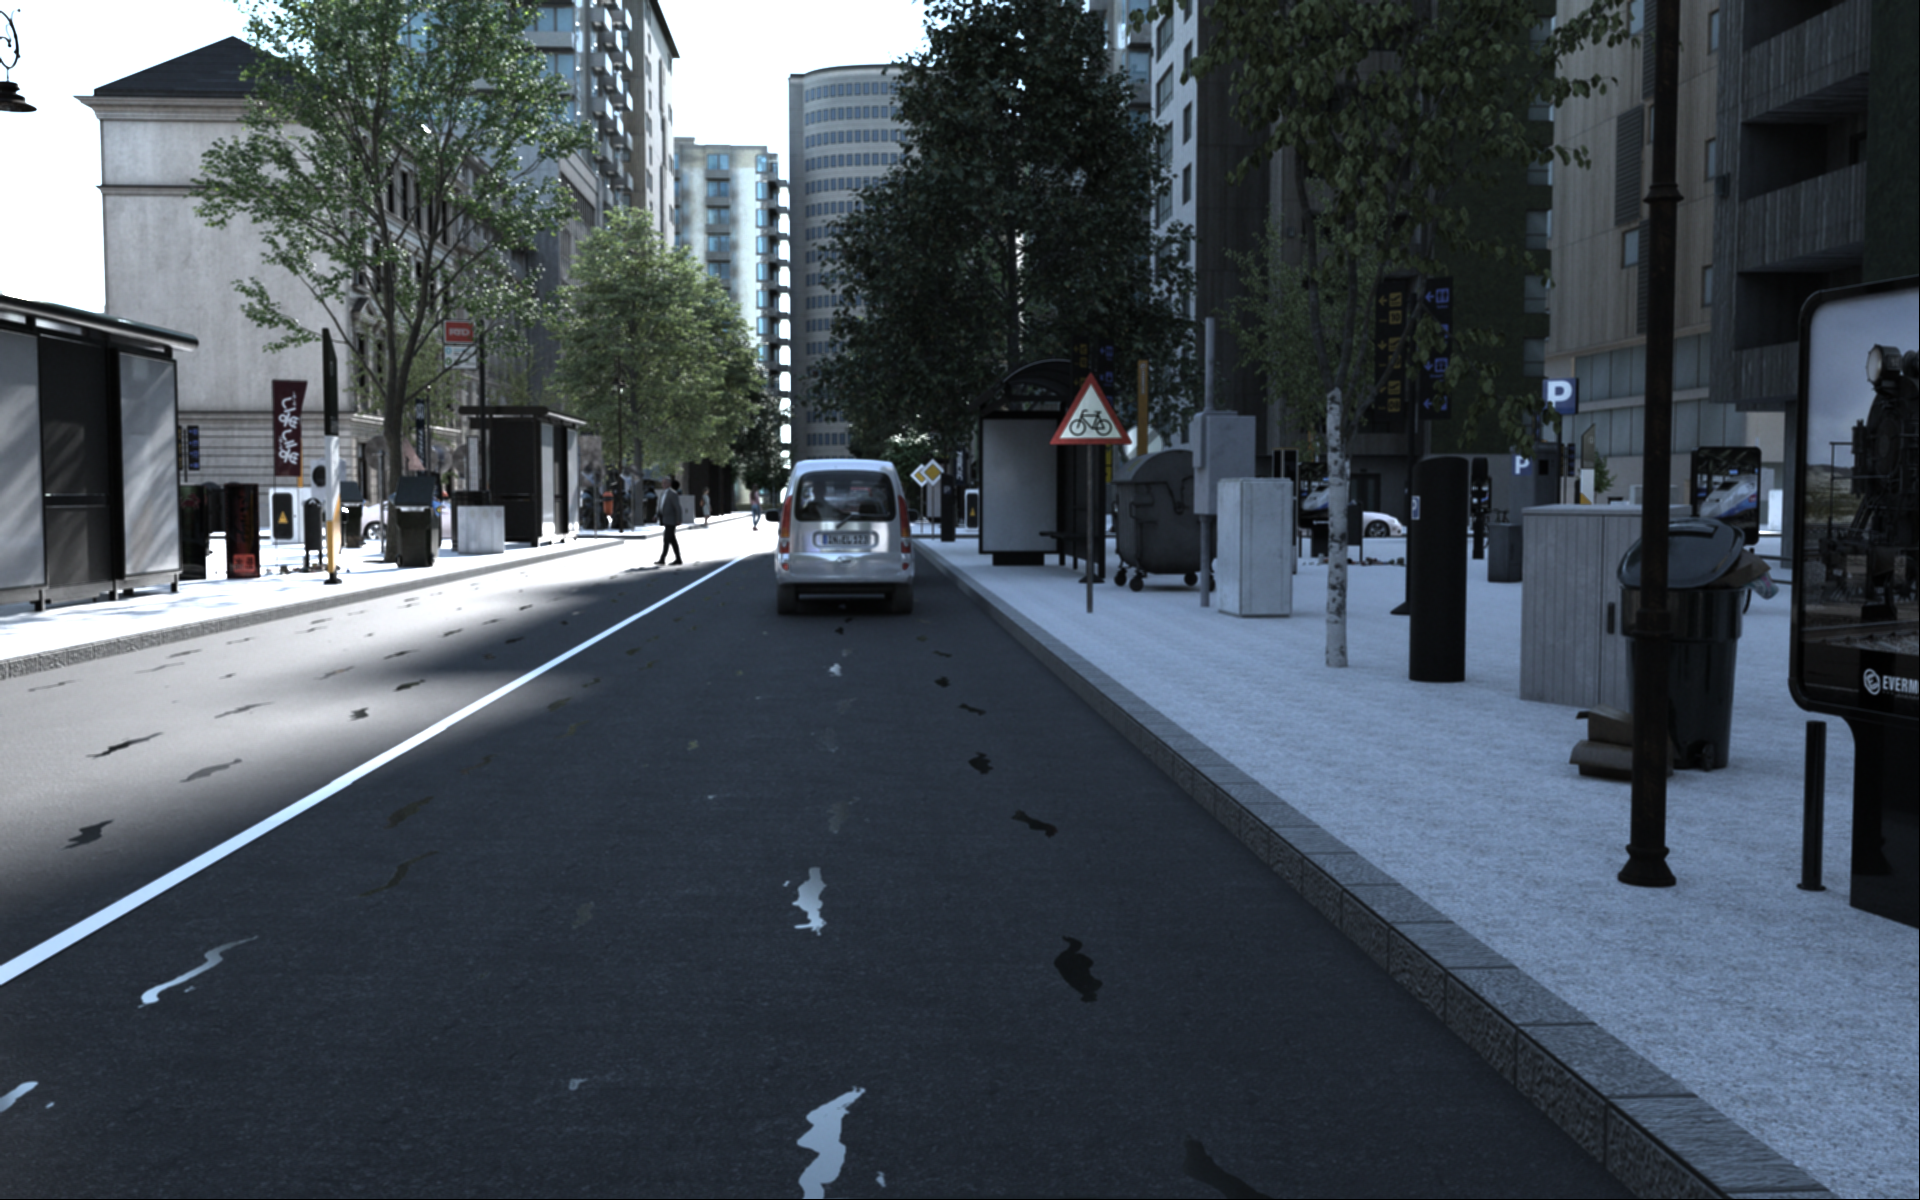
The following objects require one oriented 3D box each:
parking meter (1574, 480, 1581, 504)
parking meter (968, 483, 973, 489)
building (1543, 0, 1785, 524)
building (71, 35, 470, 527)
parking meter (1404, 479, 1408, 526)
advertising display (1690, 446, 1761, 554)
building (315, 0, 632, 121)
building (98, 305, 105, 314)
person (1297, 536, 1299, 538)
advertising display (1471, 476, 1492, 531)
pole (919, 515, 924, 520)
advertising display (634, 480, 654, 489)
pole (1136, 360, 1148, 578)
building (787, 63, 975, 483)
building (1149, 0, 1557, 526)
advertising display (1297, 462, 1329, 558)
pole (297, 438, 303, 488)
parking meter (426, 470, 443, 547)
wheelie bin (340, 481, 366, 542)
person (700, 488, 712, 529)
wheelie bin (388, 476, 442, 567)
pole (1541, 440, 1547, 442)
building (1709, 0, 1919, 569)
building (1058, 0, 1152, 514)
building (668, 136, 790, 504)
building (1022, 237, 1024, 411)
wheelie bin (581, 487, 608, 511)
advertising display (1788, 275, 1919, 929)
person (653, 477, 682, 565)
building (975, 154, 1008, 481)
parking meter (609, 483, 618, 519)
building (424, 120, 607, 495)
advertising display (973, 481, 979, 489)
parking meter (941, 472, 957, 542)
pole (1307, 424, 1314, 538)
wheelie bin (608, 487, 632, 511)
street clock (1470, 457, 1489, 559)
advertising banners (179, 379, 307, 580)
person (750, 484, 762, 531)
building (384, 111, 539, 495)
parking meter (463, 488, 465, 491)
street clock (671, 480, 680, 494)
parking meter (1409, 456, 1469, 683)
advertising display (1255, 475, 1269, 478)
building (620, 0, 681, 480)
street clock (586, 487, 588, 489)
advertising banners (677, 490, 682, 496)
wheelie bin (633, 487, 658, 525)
[{"bbox_3d":[25.396,-4.002,71.145,0.255,1.863,0.399,1,4,10],"label":"parking meter"},{"bbox_3d":[0.562,-5.380,93.666,0.255,1.863,0.399,-1,4,-13],"label":"parking meter"},{"bbox_3d":[44.572,-30.213,83.228,27.495,52.752,28.713,0,4,-3],"label":"building"},{"bbox_3d":[-28.727,-12.895,75.453,10.561,19.102,19.286,0,4,-3],"label":"building"},{"bbox_3d":[17.826,-3.853,68.708,0.255,1.863,0.399,-1,4,-18],"label":"parking meter"},{"bbox_3d":[10.413,-1.124,23.588,0.974,1.923,0.123,-1,4,-9],"label":"advertising display"},{"bbox_3d":[-39.433,-32.088,144.247,23.786,49.044,30.456,0,4,-3],"label":"building"},{"bbox_3d":[-72.815,-20.419,178.894,28.899,21.520,27.650,0,4,-3],"label":"building"},{"bbox_3d":[10.594,-2.789,54.771,0.731,1.740,0.598,0,4,8],"label":"person"},{"bbox_3d":[18.256,-3.392,60.673,0.123,1.923,0.974,-1,4,-20],"label":"advertising display"},{"bbox_3d":[-1.912,-5.641,86.073,0.158,3.312,0.155,0,3,0],"label":"pole"},{"bbox_3d":[-14.025,-4.375,76.749,0.974,1.923,0.123,-2,4,-31],"label":"advertising display"},{"bbox_3d":[2.786,-1.996,26.480,0.158,3.312,0.155,0,3,0],"label":"pole"},{"bbox_3d":[-8.972,-42.395,235.158,28.212,58.520,21.231,0,4,-3],"label":"building"},{"bbox_3d":[16.248,-18.563,75.206,14.107,30.474,14.160,0,4,-3],"label":"building"},{"bbox_3d":[7.301,-1.826,35.067,0.974,1.923,0.123,-1,4,-11],"label":"advertising display"},{"bbox_3d":[-24.162,-4.255,63.407,0.158,3.312,0.155,0,3,0],"label":"pole"},{"bbox_3d":[-12.653,-2.195,41.604,0.399,1.863,0.255,-2,4,-29],"label":"parking meter"},{"bbox_3d":[-15.193,-2.129,42.723,0.693,1.594,0.980,3,5,42],"label":"wheelie bin"},{"bbox_3d":[-10.483,-3.793,71.513,0.522,1.701,0.512,-2,4,-33],"label":"person"},{"bbox_3d":[-9.557,-1.379,30.459,0.980,1.594,0.693,0,4,-1],"label":"wheelie bin"},{"bbox_3d":[22.113,-4.394,65.692,0.158,3.312,0.155,0,3,0],"label":"pole"},{"bbox_3d":[19.674,-15.578,26.404,14.160,30.474,14.107,0,4,-3],"label":"building"},{"bbox_3d":[18.617,-30.422,117.003,23.786,49.044,30.456,0,4,-3],"label":"building"},{"bbox_3d":[-38.363,-37.599,234.351,30.456,49.044,23.786,0,4,-3],"label":"building"},{"bbox_3d":[14.700,-52.226,166.563,22.319,86.520,31.000,0,4,-3],"label":"building"},{"bbox_3d":[-14.474,-3.679,68.060,0.693,1.594,0.980,1,4,16],"label":"wheelie bin"},{"bbox_3d":[2.855,0.003,5.165,0.123,1.923,0.974,-1,4,-12],"label":"advertising display"},{"bbox_3d":[-5.927,-1.590,34.893,0.661,1.777,0.834,3,5,41],"label":"person"},{"bbox_3d":[8.537,-30.980,190.113,14.154,41.232,14.086,0,4,-3],"label":"building"},{"bbox_3d":[-18.041,-5.169,90.232,0.255,1.863,0.399,3,4,38],"label":"parking meter"},{"bbox_3d":[-32.070,-18.459,119.825,12.078,24.808,19.932,0,4,-3],"label":"building"},{"bbox_3d":[0.913,-4.983,86.684,0.123,1.923,0.974,-1,4,-22],"label":"advertising display"},{"bbox_3d":[-0.304,-2.507,46.705,0.399,1.863,0.255,1,4,14],"label":"parking meter"},{"bbox_3d":[10.159,-3.446,50.190,0.158,3.312,0.155,0,3,0],"label":"pole"},{"bbox_3d":[-18.035,-5.136,91.886,0.693,1.594,0.980,3,5,43],"label":"wheelie bin"},{"bbox_3d":[10.240,-1.810,34.158,0.358,2.002,0.471,2,4,28],"label":"street clock"},{"bbox_3d":[-10.905,-1.835,26.196,2.074,3.025,0.090,-2,4,-35],"label":"advertising banners"},{"bbox_3d":[-7.929,-3.602,67.397,0.555,1.821,0.388,2,4,27],"label":"person"},{"bbox_3d":[-32.617,-15.663,97.887,13.314,21.916,24.055,0,4,-3],"label":"building"},{"bbox_3d":[-13.332,-2.375,47.250,0.372,1.533,0.369,0,3,0],"label":"parking meter"},{"bbox_3d":[-15.089,-5.338,91.841,0.471,2.002,0.358,-1,4,-10],"label":"street clock"},{"bbox_3d":[3.293,-0.214,11.915,0.372,1.533,0.369,0,3,0],"label":"parking meter"},{"bbox_3d":[10.161,-3.335,59.738,0.974,1.923,0.123,2,4,26],"label":"advertising display"},{"bbox_3d":[-43.919,-36.084,179.218,27.495,52.752,28.713,0,4,-3],"label":"building"},{"bbox_3d":[-20.031,-5.467,93.959,0.471,2.002,0.358,1,4,9],"label":"street clock"},{"bbox_3d":[-17.059,-6.656,105.008,0.090,3.025,2.074,-2,4,-28],"label":"advertising banners"},{"bbox_3d":[-13.622,-4.140,75.603,0.980,1.594,0.693,3,4,36],"label":"wheelie bin"}]
